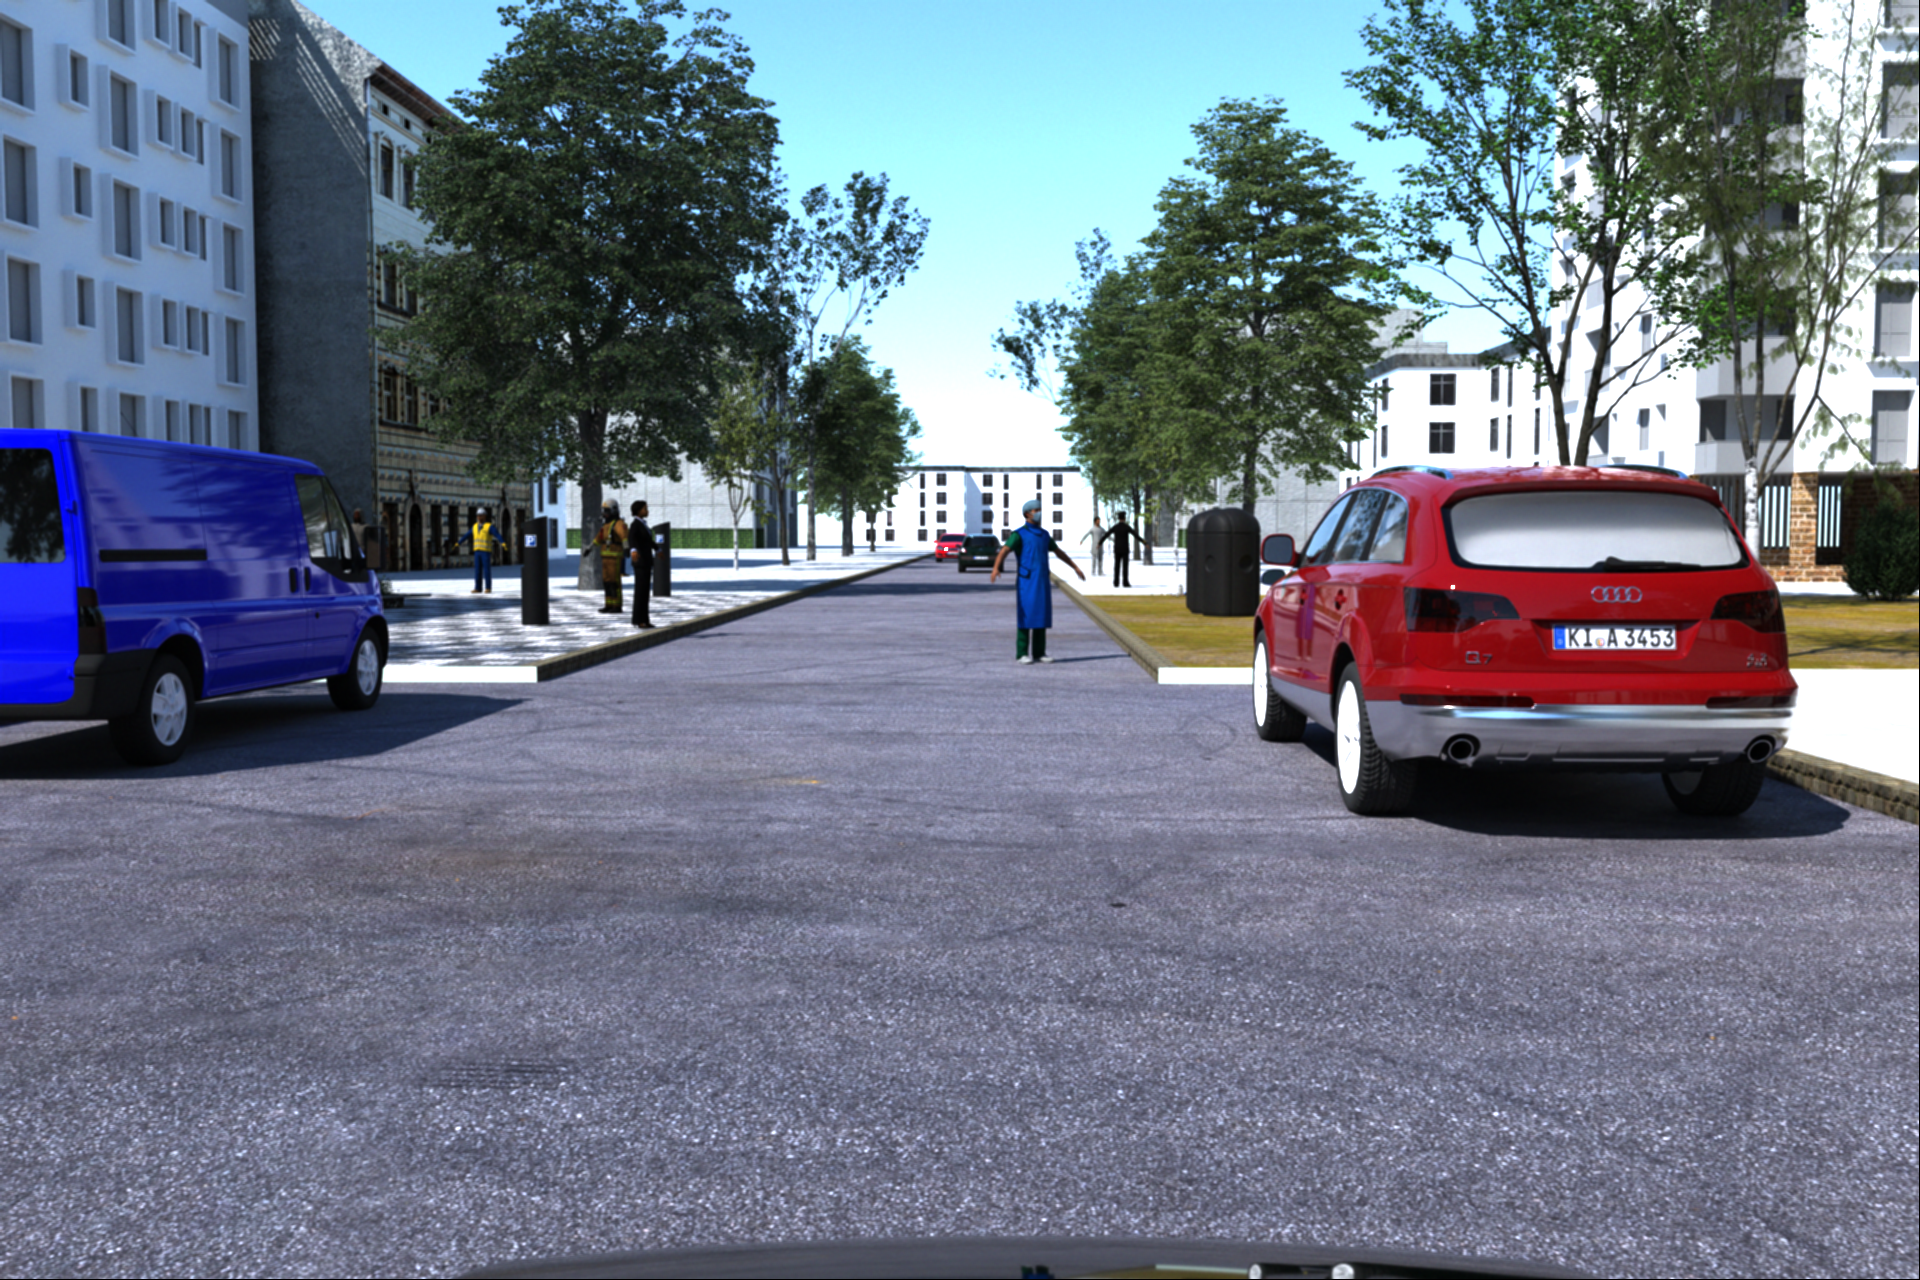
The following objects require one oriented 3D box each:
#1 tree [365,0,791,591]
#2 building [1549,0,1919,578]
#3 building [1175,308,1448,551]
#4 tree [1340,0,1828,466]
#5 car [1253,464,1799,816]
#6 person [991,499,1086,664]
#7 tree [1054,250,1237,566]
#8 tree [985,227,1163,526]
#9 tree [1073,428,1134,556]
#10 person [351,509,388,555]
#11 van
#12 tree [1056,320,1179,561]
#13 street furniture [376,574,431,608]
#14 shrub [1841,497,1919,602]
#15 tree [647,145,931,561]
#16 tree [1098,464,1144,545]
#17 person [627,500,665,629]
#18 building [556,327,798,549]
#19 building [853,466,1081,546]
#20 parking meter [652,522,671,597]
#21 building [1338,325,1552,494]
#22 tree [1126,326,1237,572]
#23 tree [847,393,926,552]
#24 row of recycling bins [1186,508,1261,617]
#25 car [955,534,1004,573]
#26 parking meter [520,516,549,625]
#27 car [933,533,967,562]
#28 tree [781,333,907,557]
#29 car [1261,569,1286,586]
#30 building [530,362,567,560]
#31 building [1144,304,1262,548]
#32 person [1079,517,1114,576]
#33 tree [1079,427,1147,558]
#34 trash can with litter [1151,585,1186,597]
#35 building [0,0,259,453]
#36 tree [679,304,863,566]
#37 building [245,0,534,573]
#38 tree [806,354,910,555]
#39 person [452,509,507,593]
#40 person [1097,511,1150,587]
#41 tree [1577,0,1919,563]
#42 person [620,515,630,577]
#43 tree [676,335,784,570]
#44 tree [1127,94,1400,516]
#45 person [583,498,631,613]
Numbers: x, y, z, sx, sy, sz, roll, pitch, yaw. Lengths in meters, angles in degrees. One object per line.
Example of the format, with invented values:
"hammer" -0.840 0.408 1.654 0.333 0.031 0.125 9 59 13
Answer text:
"tree" -8.510 -8.106 39.187 9.857 13.997 8.962 0 3 0
"building" 25.593 -12.354 58.405 16.016 20.090 11.380 0 4 1
"building" 28.007 -16.989 144.223 16.747 18.905 31.486 0 4 1
"tree" 10.482 -6.343 29.468 9.928 11.665 9.643 0 3 0
"car" 3.039 -0.104 10.378 2.281 1.827 5.304 0 4 2
"person" 0.827 -0.651 19.225 1.347 1.817 0.704 -3 4 -38
"tree" 7.246 -9.302 70.221 7.486 12.596 7.792 0 3 0
"tree" 7.850 -15.541 109.989 12.611 20.169 13.585 0 3 0
"tree" 8.744 -9.180 100.452 4.360 8.622 3.978 0 3 0
"person" -12.555 -1.839 36.192 1.348 1.813 0.705 0 4 8
"van" -5.793 -0.491 12.408 2.240 2.365 5.245 0 4 1
"tree" 8.502 -9.659 83.673 9.928 11.665 9.643 0 3 0
"street furniture" -12.756 -1.342 28.795 9.812 1.723 11.010 2 4 27
"shrub" 17.702 -1.751 33.052 1.690 2.028 1.600 0 3 0
"tree" -8.630 -13.943 83.857 12.611 20.169 13.585 0 3 0
"tree" 20.235 -17.393 210.134 9.928 11.665 9.643 0 3 0
"person" -4.258 -1.031 23.580 0.721 1.740 1.216 0 4 8
"building" -25.625 -18.175 163.615 16.747 18.905 31.486 0 4 2
"building" 0.724 -16.398 212.705 28.070 9.664 9.099 0 4 4
"parking meter" -6.124 -1.658 35.518 0.372 1.533 0.369 0 3 0
"building" 24.818 -8.473 80.673 9.099 9.664 28.070 0 4 2
"tree" 7.423 -6.636 58.857 4.737 8.622 4.395 0 3 0
"tree" -6.195 -12.108 123.724 9.928 11.665 9.643 0 3 0
"row of recycling bins" 4.254 -1.306 28.465 1.069 1.692 3.534 0 4 2
"car" 0.814 -3.416 65.643 2.009 1.686 4.222 0 4 1
"parking meter" -6.008 -0.982 24.466 0.372 1.533 0.369 0 3 0
"car" -0.301 -4.900 89.158 2.155 1.783 4.494 0 4 2
"tree" -6.656 -11.001 97.997 7.486 12.596 7.792 0 3 0
"car" 3.691 -0.349 15.293 1.945 1.707 3.694 0 4 1
"building" -24.975 -9.071 90.460 9.099 9.664 28.070 0 4 2
"building" 28.474 -20.947 173.413 19.493 23.208 18.063 0 4 2
"person" 4.236 -2.876 53.214 1.347 1.806 0.705 -1 4 -22
"tree" 7.991 -8.666 92.044 4.360 8.622 3.978 0 3 0
"trash can with litter" 4.828 -1.492 35.446 1.678 1.210 2.233 0 4 0
"building" -27.535 -11.335 41.755 16.016 20.090 11.380 0 4 1
"tree" -7.382 -8.327 70.567 7.601 10.594 8.767 2 4 29
"building" -27.853 -14.310 64.900 19.493 23.208 18.063 0 4 2
"tree" -6.596 -11.652 108.636 7.486 12.596 7.792 0 3 0
"person" -10.380 -1.934 37.590 1.349 1.833 0.705 1 4 17
"person" 3.910 -2.193 41.787 1.347 1.837 0.705 2 4 24
"tree" 7.951 -4.108 17.526 4.360 8.622 3.978 0 3 0
"person" -10.194 -2.837 52.237 0.705 1.847 1.347 1 4 22
"tree" -7.955 -6.763 60.933 4.737 8.622 4.395 0 3 0
"tree" 7.876 -7.788 45.469 7.486 12.596 7.792 0 3 0
"person" -5.674 -1.367 28.113 0.705 1.858 1.354 -3 5 -42
